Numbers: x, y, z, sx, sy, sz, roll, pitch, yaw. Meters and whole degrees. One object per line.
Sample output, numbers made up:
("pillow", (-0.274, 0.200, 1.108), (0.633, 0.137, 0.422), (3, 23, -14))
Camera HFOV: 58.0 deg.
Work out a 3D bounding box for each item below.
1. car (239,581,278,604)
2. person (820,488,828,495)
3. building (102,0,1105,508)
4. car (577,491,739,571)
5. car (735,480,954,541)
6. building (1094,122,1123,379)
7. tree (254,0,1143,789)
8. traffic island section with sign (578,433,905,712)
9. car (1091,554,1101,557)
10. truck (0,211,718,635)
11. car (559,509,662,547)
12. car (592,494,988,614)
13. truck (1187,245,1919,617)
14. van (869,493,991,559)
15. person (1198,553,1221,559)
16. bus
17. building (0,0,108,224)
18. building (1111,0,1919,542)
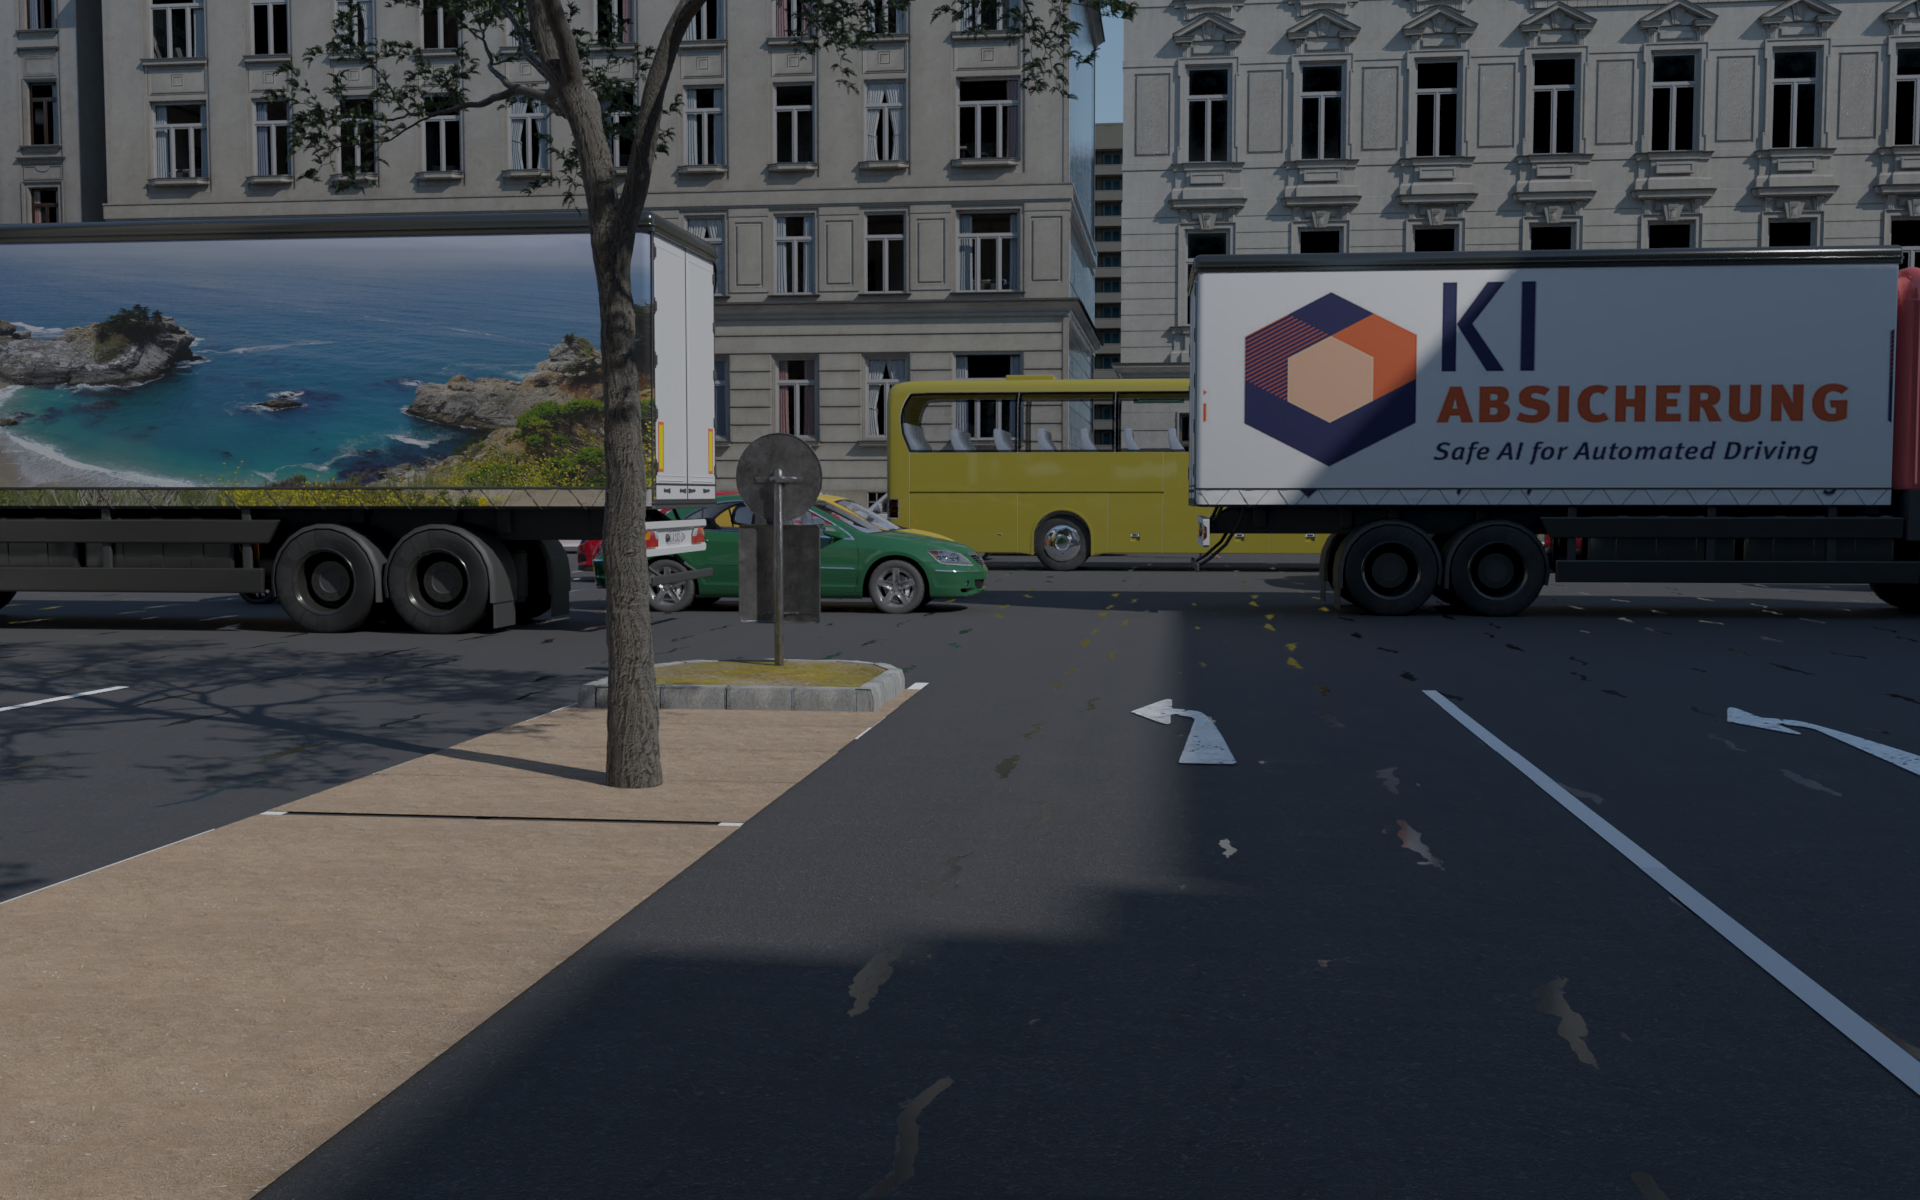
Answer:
("car", (-7.691, -0.792, 23.181), (3.980, 1.641, 2.015), (0, 4, 6))
("person", (-3.488, -2.057, 42.848), (0.841, 1.734, 0.376), (3, 4, 37))
("building", (-10.187, -13.650, 56.456), (30.059, 22.955, 16.112), (0, 4, 7))
("car", (-4.088, -1.189, 28.476), (4.494, 1.783, 2.155), (1, 4, 9))
("car", (-1.847, -0.881, 24.636), (3.980, 1.641, 2.015), (1, 4, 9))
("building", (14.582, -36.270, 216.710), (21.600, 48.544, 21.300), (0, 4, 7))
("tree", (-1.532, -4.382, 8.521), (8.767, 10.594, 7.601), (0, 4, 7))
("traffic island section with sign", (-1.434, -0.258, 12.356), (2.006, 1.907, 1.989), (0, 4, 7))
("car", (1.804, -1.771, 40.746), (4.920, 1.459, 2.131), (0, 4, 7))
("truck", (-8.445, -1.843, 19.040), (11.283, 4.237, 2.839), (0, 4, 7))
("car", (-9.031, -1.824, 42.191), (4.827, 1.381, 2.083), (1, 4, 8))
("car", (-2.102, -0.605, 21.690), (4.920, 1.459, 2.131), (0, 4, 6))
("truck", (8.445, -1.960, 20.956), (11.283, 4.237, 2.839), (0, 4, 6))
("van", (-0.987, -1.890, 37.915), (4.112, 2.044, 2.013), (1, 4, 8))
("person", (5.449, -1.824, 38.499), (0.721, 1.800, 0.419), (0, 4, 7))
("bus", (4.836, -2.527, 32.866), (12.252, 3.916, 2.896), (0, 4, 7))
("building", (-34.670, -12.766, 57.873), (18.267, 20.994, 9.793), (0, 4, 7))
("building", (26.653, -16.849, 51.895), (44.131, 29.872, 17.030), (0, 4, 7))
